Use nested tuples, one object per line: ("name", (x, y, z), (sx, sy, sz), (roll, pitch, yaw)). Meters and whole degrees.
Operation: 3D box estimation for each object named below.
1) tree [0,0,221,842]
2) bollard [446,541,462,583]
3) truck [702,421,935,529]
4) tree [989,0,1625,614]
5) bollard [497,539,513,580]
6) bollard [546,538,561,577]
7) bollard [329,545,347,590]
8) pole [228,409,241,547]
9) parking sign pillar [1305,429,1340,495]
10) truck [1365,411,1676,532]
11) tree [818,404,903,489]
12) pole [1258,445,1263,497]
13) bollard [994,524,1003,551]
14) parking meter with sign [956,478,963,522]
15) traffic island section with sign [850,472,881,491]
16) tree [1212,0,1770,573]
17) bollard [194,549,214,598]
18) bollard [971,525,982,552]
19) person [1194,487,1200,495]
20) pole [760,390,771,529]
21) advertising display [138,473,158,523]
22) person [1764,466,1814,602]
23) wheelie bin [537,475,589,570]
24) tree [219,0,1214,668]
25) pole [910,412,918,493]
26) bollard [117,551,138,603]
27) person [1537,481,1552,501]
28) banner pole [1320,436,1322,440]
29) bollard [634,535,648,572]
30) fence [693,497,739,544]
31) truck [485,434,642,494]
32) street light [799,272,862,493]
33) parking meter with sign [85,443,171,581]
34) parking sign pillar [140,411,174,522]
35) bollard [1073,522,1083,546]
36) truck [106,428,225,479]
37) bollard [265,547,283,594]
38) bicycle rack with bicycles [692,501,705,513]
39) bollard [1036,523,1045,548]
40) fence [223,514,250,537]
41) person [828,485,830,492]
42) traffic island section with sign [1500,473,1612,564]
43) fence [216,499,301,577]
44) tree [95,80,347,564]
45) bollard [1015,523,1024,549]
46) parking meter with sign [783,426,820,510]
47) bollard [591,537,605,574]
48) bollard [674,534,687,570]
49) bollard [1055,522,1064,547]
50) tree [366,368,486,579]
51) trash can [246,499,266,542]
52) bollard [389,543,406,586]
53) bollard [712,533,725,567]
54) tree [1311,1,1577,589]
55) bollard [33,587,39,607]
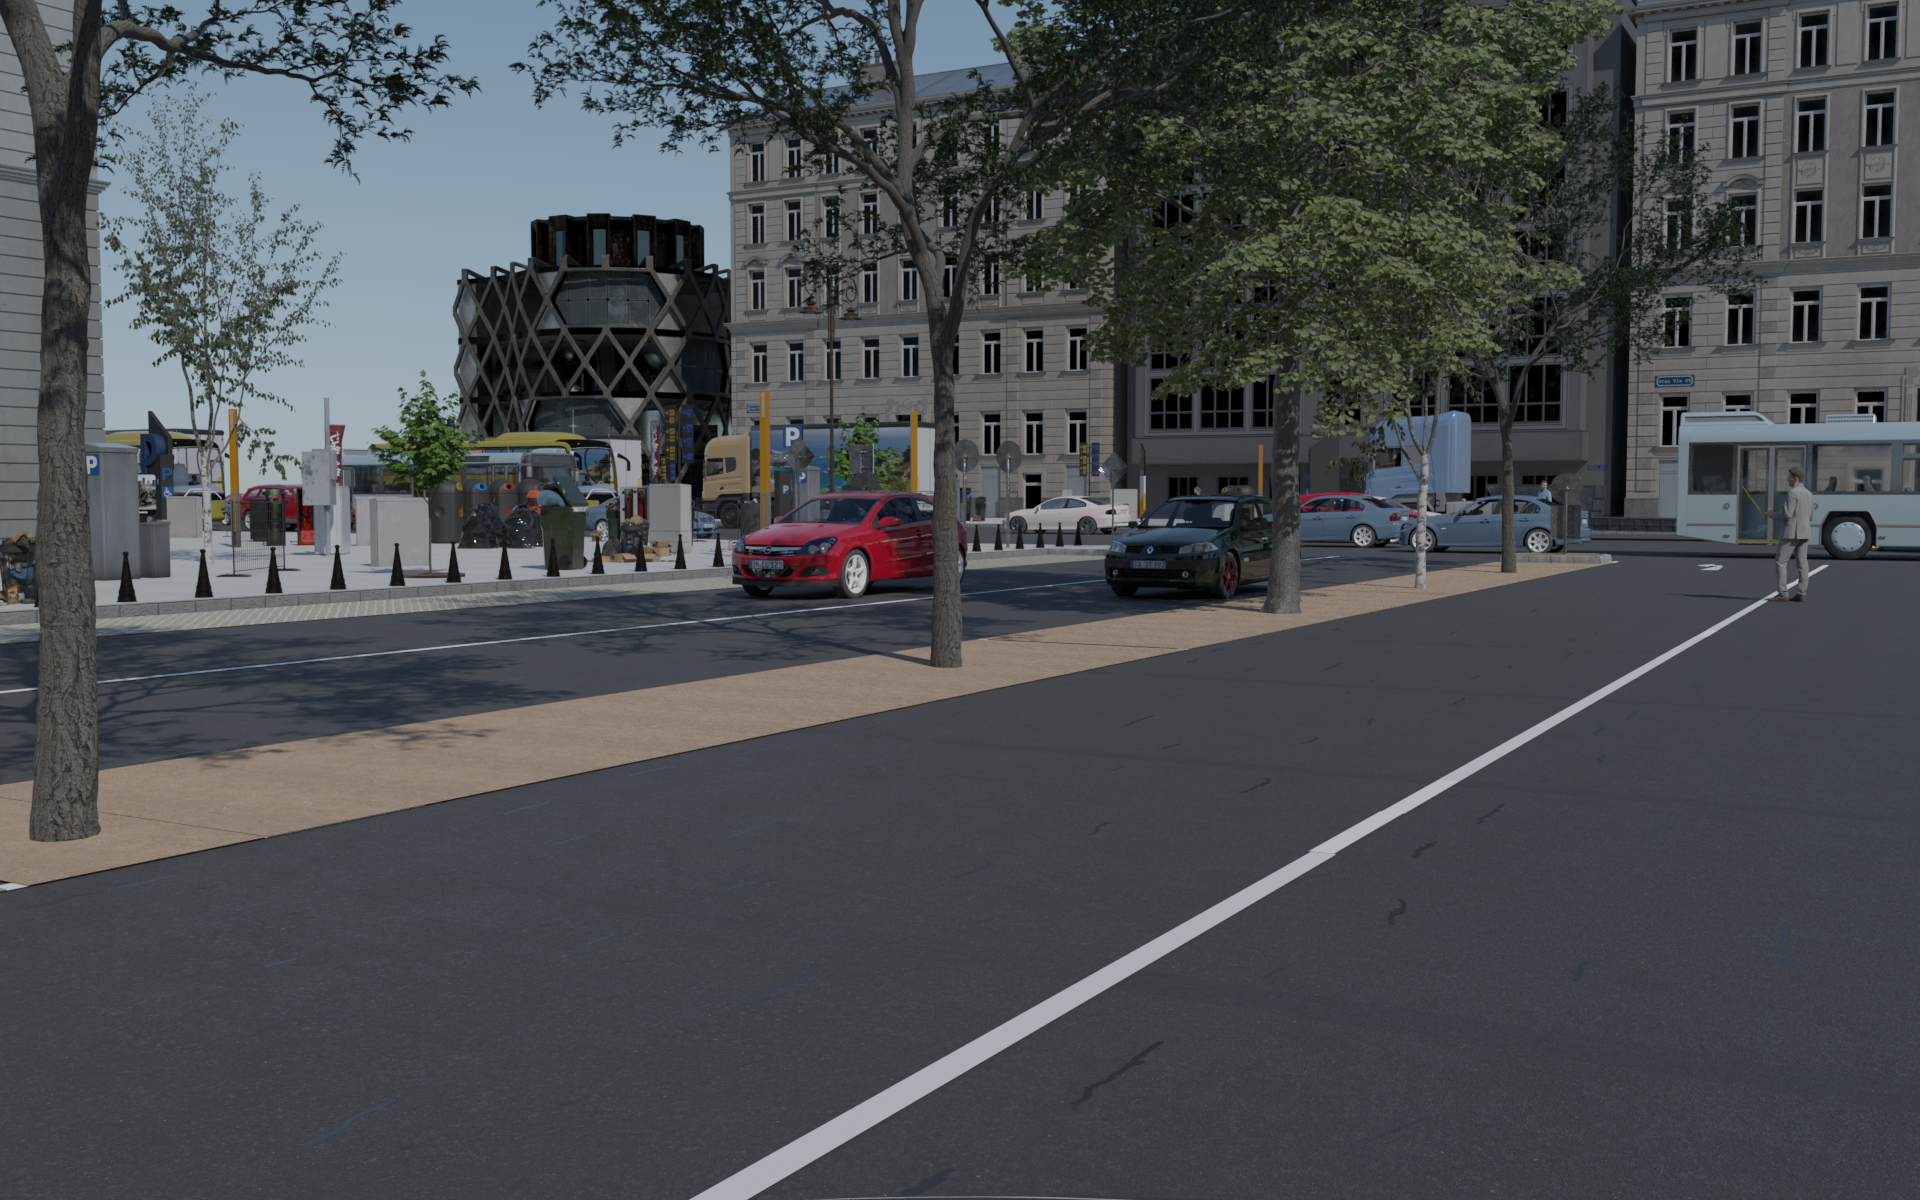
("tree", (-3.544, -4.301, 7.193), (8.767, 10.594, 7.601), (2, 4, 30))
("bollard", (-7.329, -0.552, 25.061), (0.229, 0.601, 0.229), (0, 3, 0))
("truck", (-5.964, -4.985, 70.418), (11.283, 4.237, 2.839), (2, 4, 31))
("tree", (3.986, -6.128, 20.777), (7.486, 12.596, 7.792), (0, 3, 0))
("bollard", (-6.822, -0.606, 25.954), (0.229, 0.601, 0.229), (0, 3, 0))
("bollard", (-6.309, -0.661, 26.848), (0.229, 0.601, 0.229), (0, 3, 0))
("bollard", (-8.361, -0.442, 23.266), (0.229, 0.601, 0.229), (0, 3, 0))
("pole", (-17.417, -2.920, 41.582), (0.158, 3.312, 0.155), (0, 3, 0))
("parking sign pillar", (14.690, -5.002, 70.252), (1.447, 3.967, 1.447), (-1, 4, -15))
("truck", (21.506, -3.929, 54.004), (18.799, 4.110, 2.967), (2, 4, 28))
("tree", (-2.002, -2.604, 37.180), (1.663, 3.219, 1.824), (0, 3, 0))
("pole", (12.492, -4.779, 71.978), (0.158, 3.312, 0.155), (0, 3, 0))
("bollard", (0.874, -1.429, 39.410), (0.229, 0.601, 0.229), (0, 3, 0))
("parking meter with sign", (-0.283, -5.016, 78.270), (0.543, 3.016, 1.738), (1, 4, 20))
("traffic island section with sign", (-2.008, -1.358, 30.837), (1.989, 1.847, 2.006), (2, 4, 30))
("tree", (10.118, -5.775, 31.294), (8.767, 10.594, 7.601), (2, 4, 30))
("bollard", (-9.382, -0.332, 21.474), (0.229, 0.601, 0.229), (0, 3, 0))
("bollard", (0.368, -1.375, 38.516), (0.229, 0.601, 0.229), (0, 3, 0))
("person", (9.008, -3.443, 65.795), (0.522, 1.701, 0.512), (1, 4, 14))
("pole", (-3.841, -2.466, 34.165), (0.158, 3.312, 0.155), (0, 3, 0))
("advertising display", (-25.494, -2.975, 53.853), (0.974, 1.923, 0.123), (-2, 4, -29))
("person", (11.070, -0.883, 23.132), (0.606, 1.804, 0.583), (-3, 4, -38))
("wheelie bin", (-6.760, -1.315, 29.408), (0.693, 1.594, 0.980), (1, 4, 15))
("tree", (0.080, -4.734, 14.279), (8.767, 10.594, 7.601), (2, 4, 30))
("pole", (-1.143, -3.009, 43.042), (0.158, 3.312, 0.155), (0, 3, 0))
("bollard", (-9.902, -0.277, 20.572), (0.229, 0.601, 0.229), (0, 3, 0))
("person", (17.826, -2.715, 52.748), (0.748, 1.841, 0.638), (0, 4, -7))
("banner pole", (15.662, -5.164, 74.450), (0.401, 3.779, 0.863), (-3, 5, -41))
("bollard", (-5.279, -0.771, 28.642), (0.229, 0.601, 0.229), (0, 3, 0))
("fence", (-6.424, -2.117, 45.821), (0.480, 1.192, 2.264), (-3, 4, -39))
("truck", (-20.717, -5.871, 84.902), (11.283, 4.237, 2.839), (2, 4, 29))
("street light", (-2.552, -3.772, 34.453), (0.468, 5.910, 1.993), (2, 4, 30))
("parking meter with sign", (-12.651, -1.810, 25.854), (0.543, 3.016, 1.738), (1, 4, 23))
("parking sign pillar", (-25.774, -4.106, 55.606), (1.447, 3.967, 1.447), (3, 5, 39))
("bollard", (2.930, -1.649, 43.005), (0.229, 0.601, 0.229), (0, 3, 0))
("truck", (-37.652, -5.418, 77.495), (11.283, 4.237, 2.839), (2, 4, 29))
("bollard", (-8.868, -0.387, 22.370), (0.229, 0.601, 0.229), (0, 3, 0))
("bicycle rack with bicycles", (-14.787, -5.106, 96.862), (2.852, 0.926, 2.925), (3, 5, 44))
("bollard", (1.909, -1.540, 41.213), (0.229, 0.601, 0.229), (0, 3, 0))
("fence", (-21.468, -2.283, 52.699), (0.278, 0.683, 2.069), (2, 4, 29))
("person", (-4.358, -2.994, 58.152), (0.576, 1.737, 0.504), (2, 4, 27))
("traffic island section with sign", (12.659, -1.737, 36.544), (2.006, 1.907, 1.989), (2, 4, 30))
("fence", (-11.259, -1.017, 27.829), (0.480, 1.192, 2.264), (0, 4, -1))
("tree", (-13.549, -4.945, 31.221), (4.360, 8.622, 3.978), (0, 3, 0))
("bollard", (1.391, -1.484, 40.311), (0.229, 0.601, 0.229), (0, 3, 0))
("parking meter with sign", (-3.963, -2.999, 45.289), (0.543, 3.016, 1.738), (1, 4, 23))
("bollard", (-5.801, -0.716, 27.741), (0.229, 0.601, 0.229), (0, 3, 0))
("bollard", (-4.769, -0.825, 29.534), (0.229, 0.601, 0.229), (0, 3, 0))
("bollard", (2.426, -1.594, 42.110), (0.229, 0.601, 0.229), (0, 3, 0))
("tree", (-8.328, -1.963, 26.697), (1.663, 3.219, 1.824), (0, 3, 0))
("trash can", (-18.821, -2.143, 46.688), (0.748, 1.137, 0.748), (0, 3, 0))
("bollard", (-7.850, -0.496, 24.157), (0.229, 0.601, 0.229), (0, 3, 0))
("bollard", (-4.249, -0.881, 30.449), (0.229, 0.601, 0.229), (0, 3, 0))
("tree", (7.045, -4.481, 26.076), (4.360, 8.622, 3.978), (0, 3, 0))
("bollard", (-10.410, -0.222, 19.679), (0.229, 0.601, 0.229), (0, 3, 0))
